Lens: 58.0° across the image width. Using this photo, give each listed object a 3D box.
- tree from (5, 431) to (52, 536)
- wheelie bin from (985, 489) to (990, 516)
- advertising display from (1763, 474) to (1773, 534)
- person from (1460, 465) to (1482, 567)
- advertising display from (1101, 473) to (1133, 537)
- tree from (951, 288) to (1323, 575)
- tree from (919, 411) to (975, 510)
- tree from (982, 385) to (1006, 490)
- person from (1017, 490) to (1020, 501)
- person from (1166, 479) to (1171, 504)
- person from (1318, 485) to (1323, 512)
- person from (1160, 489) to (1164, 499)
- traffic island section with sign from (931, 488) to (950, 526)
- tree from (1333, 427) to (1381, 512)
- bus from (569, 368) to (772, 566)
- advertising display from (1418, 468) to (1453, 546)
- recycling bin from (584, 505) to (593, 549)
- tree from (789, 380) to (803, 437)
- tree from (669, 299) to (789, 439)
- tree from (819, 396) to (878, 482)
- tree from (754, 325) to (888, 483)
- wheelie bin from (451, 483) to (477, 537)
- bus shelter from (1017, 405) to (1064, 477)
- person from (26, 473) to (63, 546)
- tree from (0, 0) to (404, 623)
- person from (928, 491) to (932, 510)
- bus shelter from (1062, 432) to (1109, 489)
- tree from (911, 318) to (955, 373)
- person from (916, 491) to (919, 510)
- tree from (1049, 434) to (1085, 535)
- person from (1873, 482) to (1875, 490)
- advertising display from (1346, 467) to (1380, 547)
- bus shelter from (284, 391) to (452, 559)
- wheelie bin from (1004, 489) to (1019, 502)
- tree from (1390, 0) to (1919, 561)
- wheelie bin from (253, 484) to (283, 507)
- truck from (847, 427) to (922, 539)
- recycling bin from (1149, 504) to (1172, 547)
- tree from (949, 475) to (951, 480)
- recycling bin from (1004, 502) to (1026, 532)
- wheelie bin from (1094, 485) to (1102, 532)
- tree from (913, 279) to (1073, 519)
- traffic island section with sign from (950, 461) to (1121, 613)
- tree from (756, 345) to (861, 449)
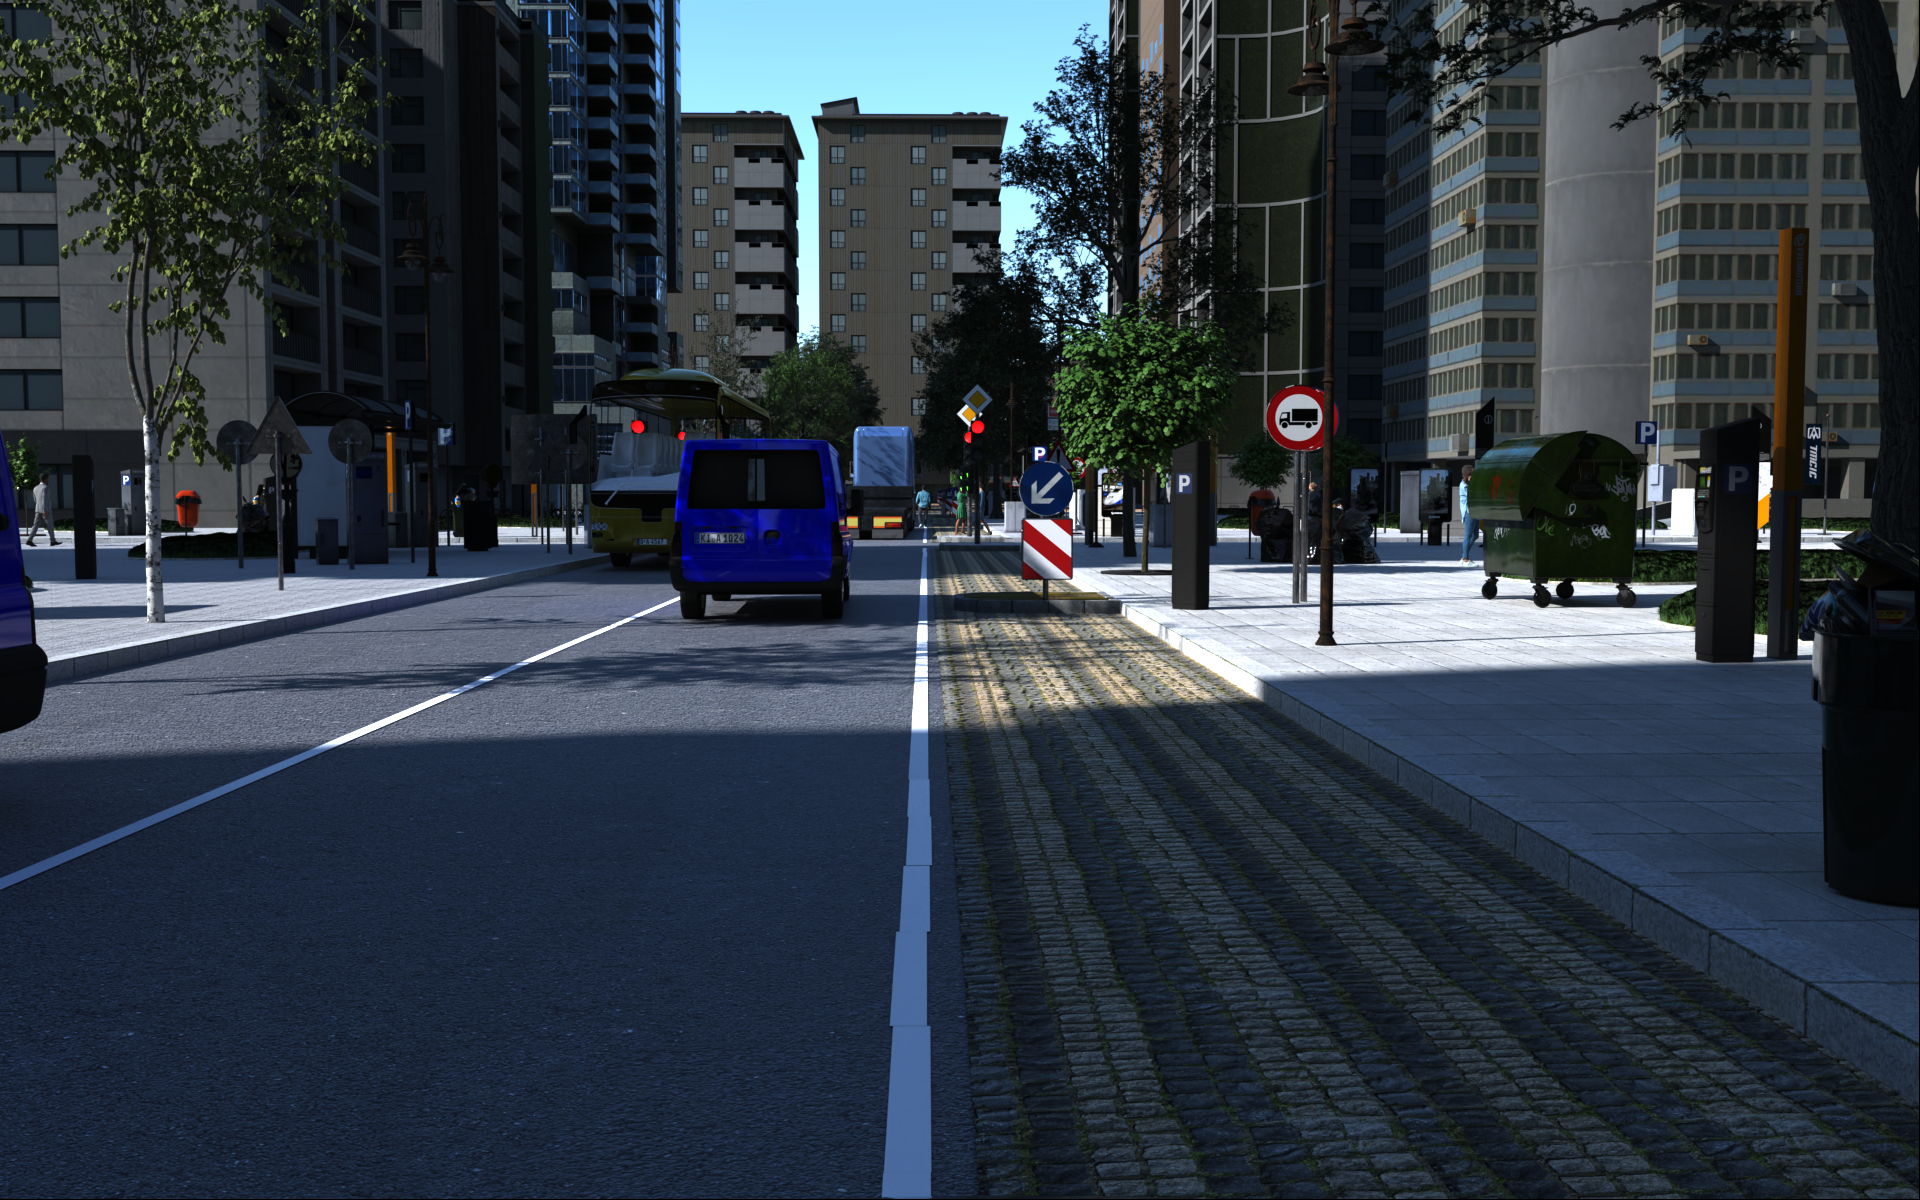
[{"bbox_3d":[-28.493,-3.573,53.018,1.663,3.219,1.824,0,3,0],"label":"tree"},{"bbox_3d":[1.692,-5.782,102.448,0.693,1.594,0.980,-1,4,-12],"label":"wheelie bin"},{"bbox_3d":[26.373,-3.097,55.848,0.123,1.923,0.974,-3,5,-40],"label":"advertising display"},{"bbox_3d":[9.007,-1.487,30.626,0.793,1.790,0.793,0,4,3],"label":"person"},{"bbox_3d":[4.712,-2.854,51.879,0.974,1.923,0.123,2,4,25],"label":"advertising display"},{"bbox_3d":[2.943,-2.696,27.791,4.285,4.588,4.351,0,3,0],"label":"tree"},{"bbox_3d":[1.638,-14.246,143.295,12.009,13.543,11.850,0,3,0],"label":"tree"},{"bbox_3d":[1.461,-9.608,107.451,4.737,8.622,4.395,0,3,0],"label":"tree"},{"bbox_3d":[6.271,-10.986,186.466,0.445,1.727,0.742,1,4,15],"label":"person"},{"bbox_3d":[6.625,-2.900,53.737,0.678,1.792,0.850,1,4,19],"label":"person"},{"bbox_3d":[18.741,-5.088,89.650,0.534,1.772,0.576,1,4,17],"label":"person"},{"bbox_3d":[8.521,-3.959,70.971,0.606,1.804,0.583,-3,5,-44],"label":"person"},{"bbox_3d":[-0.174,-4.208,77.421,1.989,1.847,2.006,0,4,-1],"label":"traffic island section with sign"},{"bbox_3d":[18.902,-6.231,85.593,4.285,4.588,4.351,0,3,0],"label":"tree"},{"bbox_3d":[-5.810,-2.812,37.530,2.896,3.916,12.252,0,4,-2],"label":"bus"},{"bbox_3d":[11.822,-2.316,43.084,0.123,1.923,0.974,-2,4,-33],"label":"advertising display"},{"bbox_3d":[-8.534,-1.750,41.175,0.722,1.027,0.722,-1,4,-19],"label":"recycling bin"},{"bbox_3d":[-10.866,-8.954,96.759,4.360,8.622,3.978,0,3,0],"label":"tree"},{"bbox_3d":[-9.280,-7.043,65.517,4.360,8.622,3.978,0,3,0],"label":"tree"},{"bbox_3d":[-12.217,-16.530,180.634,12.009,13.543,11.850,0,3,0],"label":"tree"},{"bbox_3d":[-11.066,-13.818,132.576,9.857,13.997,8.962,0,3,0],"label":"tree"},{"bbox_3d":[-14.766,-2.671,51.578,0.693,1.594,0.980,-1,4,-10],"label":"wheelie bin"},{"bbox_3d":[3.642,-6.011,75.919,2.179,5.291,8.768,0,4,-1],"label":"bus shelter"},{"bbox_3d":[-22.535,-2.215,42.536,0.678,1.792,0.850,2,4,30],"label":"person"},{"bbox_3d":[-7.820,-4.085,17.154,4.737,8.622,4.395,0,3,0],"label":"tree"},{"bbox_3d":[-2.663,-8.959,155.892,0.530,1.710,0.541,2,4,25],"label":"person"},{"bbox_3d":[5.058,-4.641,67.157,1.731,3.624,6.357,0,4,-1],"label":"bus shelter"},{"bbox_3d":[2.274,-19.048,167.328,12.611,20.169,13.585,0,3,0],"label":"tree"},{"bbox_3d":[-3.959,-9.118,158.380,0.445,1.727,0.742,0,4,-2],"label":"person"},{"bbox_3d":[3.432,-3.713,55.311,1.663,3.219,1.824,0,3,0],"label":"tree"},{"bbox_3d":[12.307,-1.016,22.845,0.721,1.800,0.419,-1,4,-15],"label":"person"},{"bbox_3d":[9.699,-2.232,41.705,0.974,1.923,0.123,-2,4,-31],"label":"advertising display"},{"bbox_3d":[-12.511,-2.616,36.700,2.014,3.302,5.546,0,4,-1],"label":"bus shelter"},{"bbox_3d":[3.174,-5.961,105.367,0.980,1.594,0.693,-1,4,-22],"label":"wheelie bin"},{"bbox_3d":[3.997,-4.435,6.924,8.767,10.594,7.601,2,4,29],"label":"tree"},{"bbox_3d":[-22.290,-2.940,55.970,0.980,1.594,0.693,-3,5,-43],"label":"wheelie bin"},{"bbox_3d":[-3.005,-4.491,63.189,2.967,4.110,18.799,0,4,0],"label":"truck"},{"bbox_3d":[5.000,-1.802,42.016,0.722,1.027,0.722,0,4,-3],"label":"recycling bin"},{"bbox_3d":[0.554,-11.878,177.917,4.285,4.588,4.351,0,3,0],"label":"tree"},{"bbox_3d":[1.858,-2.796,58.265,0.722,1.027,0.722,0,4,1],"label":"recycling bin"},{"bbox_3d":[4.716,-3.087,58.386,0.980,1.594,0.693,1,4,9],"label":"wheelie bin"},{"bbox_3d":[1.818,-10.581,90.008,9.611,12.733,9.660,0,3,0],"label":"tree"},{"bbox_3d":[0.920,-0.794,21.615,1.989,1.847,2.006,0,4,-1],"label":"traffic island section with sign"},{"bbox_3d":[-10.611,-11.874,119.902,9.928,11.665,9.643,0,3,0],"label":"tree"}]
